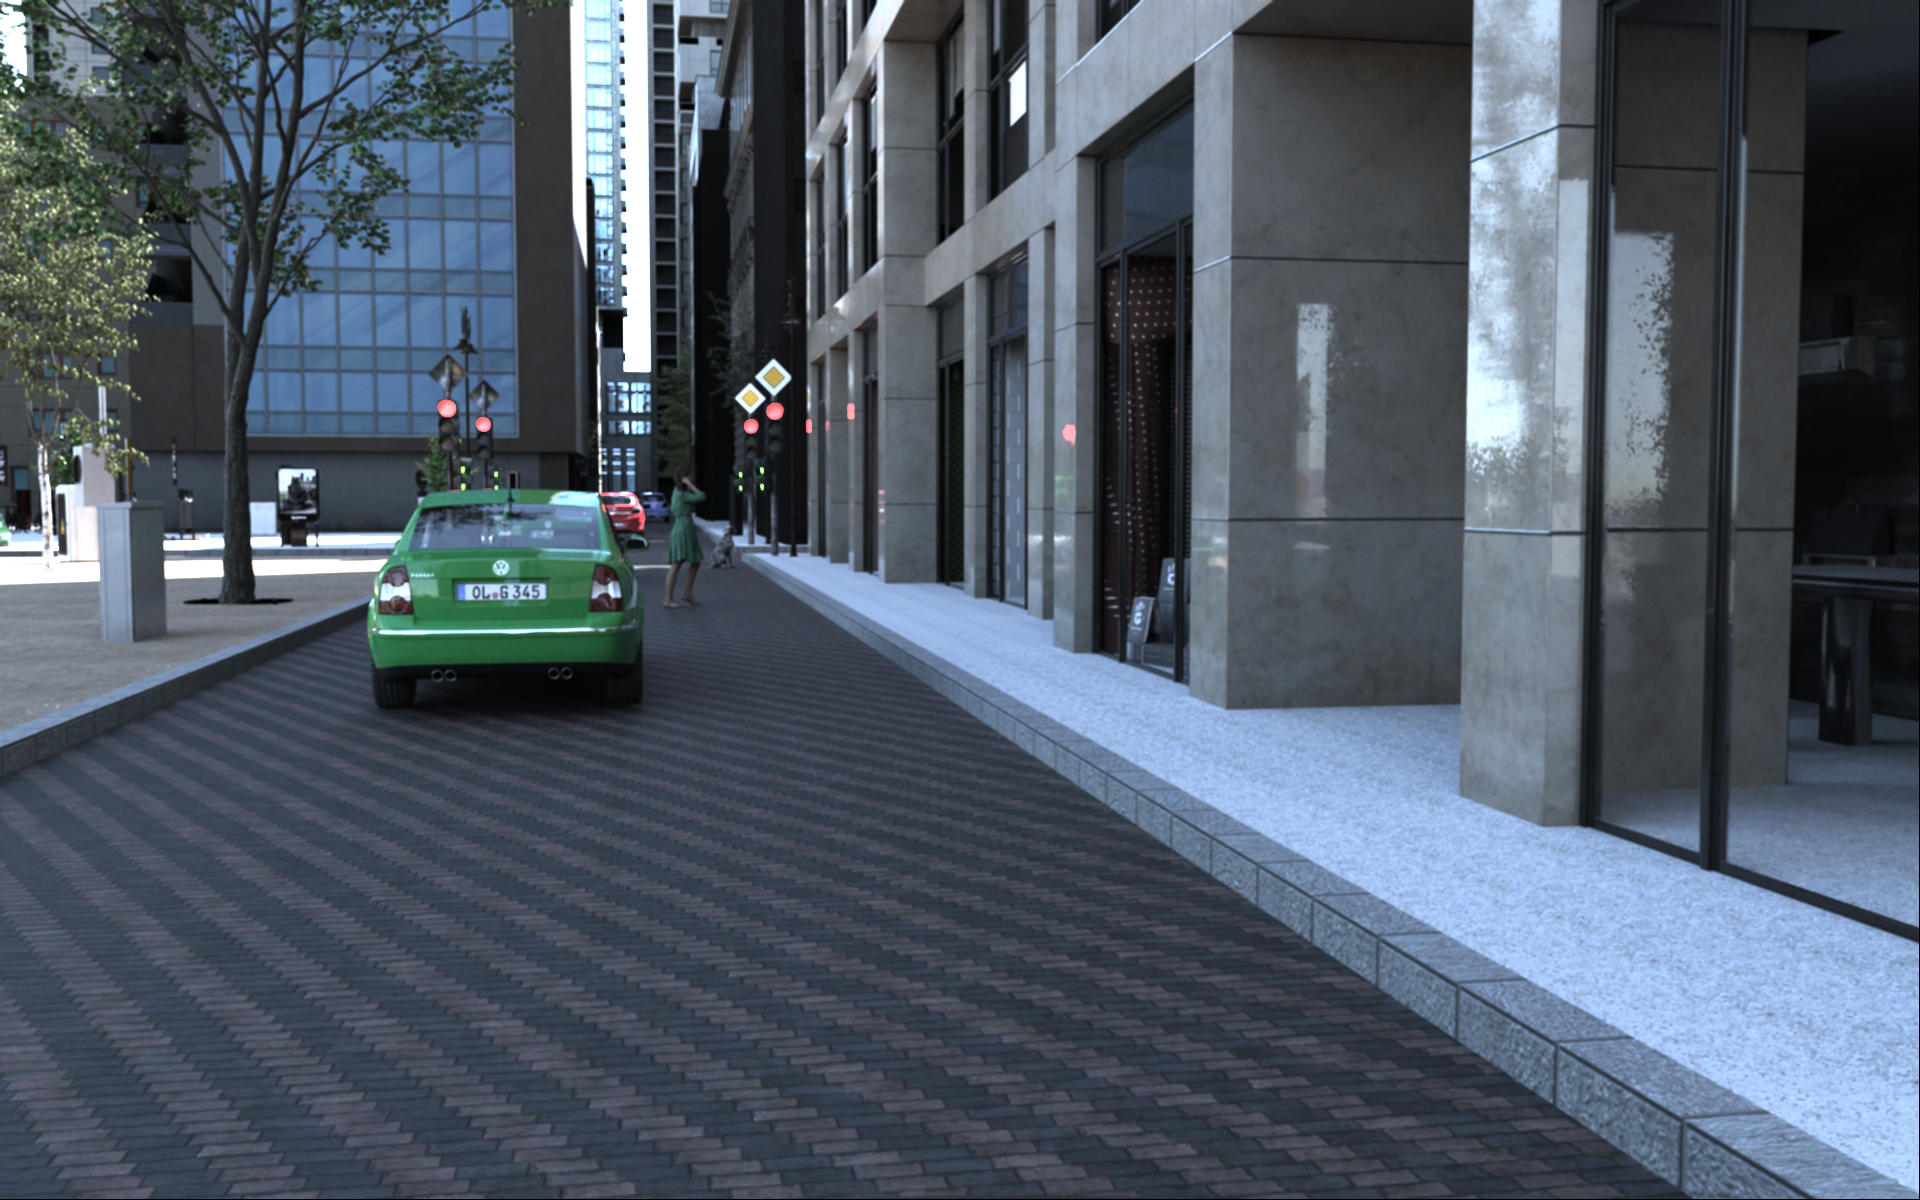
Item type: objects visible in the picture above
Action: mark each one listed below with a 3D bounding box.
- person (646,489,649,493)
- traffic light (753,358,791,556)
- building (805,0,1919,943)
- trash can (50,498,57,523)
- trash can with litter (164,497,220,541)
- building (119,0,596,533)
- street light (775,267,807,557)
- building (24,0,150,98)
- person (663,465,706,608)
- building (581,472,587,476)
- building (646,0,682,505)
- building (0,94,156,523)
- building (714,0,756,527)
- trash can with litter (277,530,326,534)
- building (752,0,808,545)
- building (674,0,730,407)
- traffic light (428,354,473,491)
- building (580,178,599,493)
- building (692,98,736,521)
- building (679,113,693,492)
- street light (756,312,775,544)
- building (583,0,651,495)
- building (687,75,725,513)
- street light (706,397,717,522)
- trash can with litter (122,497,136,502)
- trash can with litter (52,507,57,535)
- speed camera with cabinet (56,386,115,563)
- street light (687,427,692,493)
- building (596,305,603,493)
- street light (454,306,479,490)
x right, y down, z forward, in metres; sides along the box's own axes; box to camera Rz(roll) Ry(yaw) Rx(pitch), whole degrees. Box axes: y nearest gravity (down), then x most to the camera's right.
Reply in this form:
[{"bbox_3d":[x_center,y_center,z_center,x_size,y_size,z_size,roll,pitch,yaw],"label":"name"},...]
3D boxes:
[{"bbox_3d":[-26.486,-8.462,146.833,0.705,1.826,1.348,2,4,24],"label":"person"},{"bbox_3d":[-3.876,-2.877,35.958,0.839,4.253,0.868,-1,4,-10],"label":"traffic light"},{"bbox_3d":[9.301,-13.219,20.643,19.350,26.468,34.151,-1,4,-10],"label":"building"},{"bbox_3d":[-32.233,-3.065,61.764,0.748,1.137,0.748,0,3,0],"label":"trash can"},{"bbox_3d":[-21.407,-2.235,47.597,2.233,1.210,1.678,2,4,29],"label":"trash can with litter"},{"bbox_3d":[-20.944,-25.234,62.680,14.600,45.320,14.200,-1,4,-10],"label":"building"},{"bbox_3d":[-3.423,-3.833,35.454,0.468,5.910,1.993,-1,4,-10],"label":"street light"},{"bbox_3d":[-92.807,-46.503,198.569,20.611,71.187,20.563,-1,4,-10],"label":"building"},{"bbox_3d":[-3.523,-0.806,21.932,0.529,1.795,0.600,-2,4,-25],"label":"person"},{"bbox_3d":[-39.410,-28.959,128.102,22.147,44.769,28.867,-1,4,-10],"label":"building"},{"bbox_3d":[-27.401,-47.209,210.116,20.611,71.187,20.563,-1,4,-10],"label":"building"},{"bbox_3d":[-34.959,-15.033,90.834,27.650,21.520,28.899,-1,4,-10],"label":"building"},{"bbox_3d":[-4.280,-14.915,72.740,11.050,23.489,19.941,-1,4,-10],"label":"building"},{"bbox_3d":[-21.224,-2.720,55.521,1.678,1.210,2.233,-1,4,-9],"label":"trash can with litter"},{"bbox_3d":[2.331,-13.491,50.250,15.834,23.373,12.332,-1,4,-10],"label":"building"},{"bbox_3d":[-11.995,-34.746,157.334,28.713,52.752,27.495,-1,4,-10],"label":"building"},{"bbox_3d":[-10.230,-2.805,34.783,0.839,4.253,0.868,-1,4,-10],"label":"traffic light"},{"bbox_3d":[-38.943,-23.178,150.668,14.160,30.474,14.107,-1,4,-10],"label":"building"},{"bbox_3d":[-7.603,-16.006,91.375,12.332,23.373,15.834,-1,4,-10],"label":"building"},{"bbox_3d":[-14.836,-22.268,135.791,14.160,30.474,14.107,-1,4,-10],"label":"building"},{"bbox_3d":[-4.920,-4.372,44.266,0.468,5.910,1.993,-1,4,-10],"label":"street light"},{"bbox_3d":[-52.819,-54.589,205.198,31.000,86.520,22.319,-1,4,-10],"label":"building"},{"bbox_3d":[-10.683,-17.792,108.915,12.078,24.808,19.932,-1,4,-10],"label":"building"},{"bbox_3d":[-11.559,-6.599,80.684,0.468,5.910,1.993,-1,4,-10],"label":"street light"},{"bbox_3d":[-32.756,-3.478,68.260,0.624,1.170,1.055,0,4,-4],"label":"trash can with litter"},{"bbox_3d":[-27.936,-2.590,53.733,1.055,1.170,0.624,0,4,4],"label":"trash can with litter"},{"bbox_3d":[-16.264,-2.314,32.165,0.660,3.252,2.038,-3,5,-39],"label":"speed camera with cabinet"},{"bbox_3d":[-18.284,-8.850,117.482,0.468,5.910,1.993,-1,4,-10],"label":"street light"},{"bbox_3d":[-51.472,-20.239,175.951,28.899,21.520,27.650,-1,4,-10],"label":"building"},{"bbox_3d":[-12.162,-4.282,42.797,0.468,5.910,1.993,-1,4,-10],"label":"street light"}]
